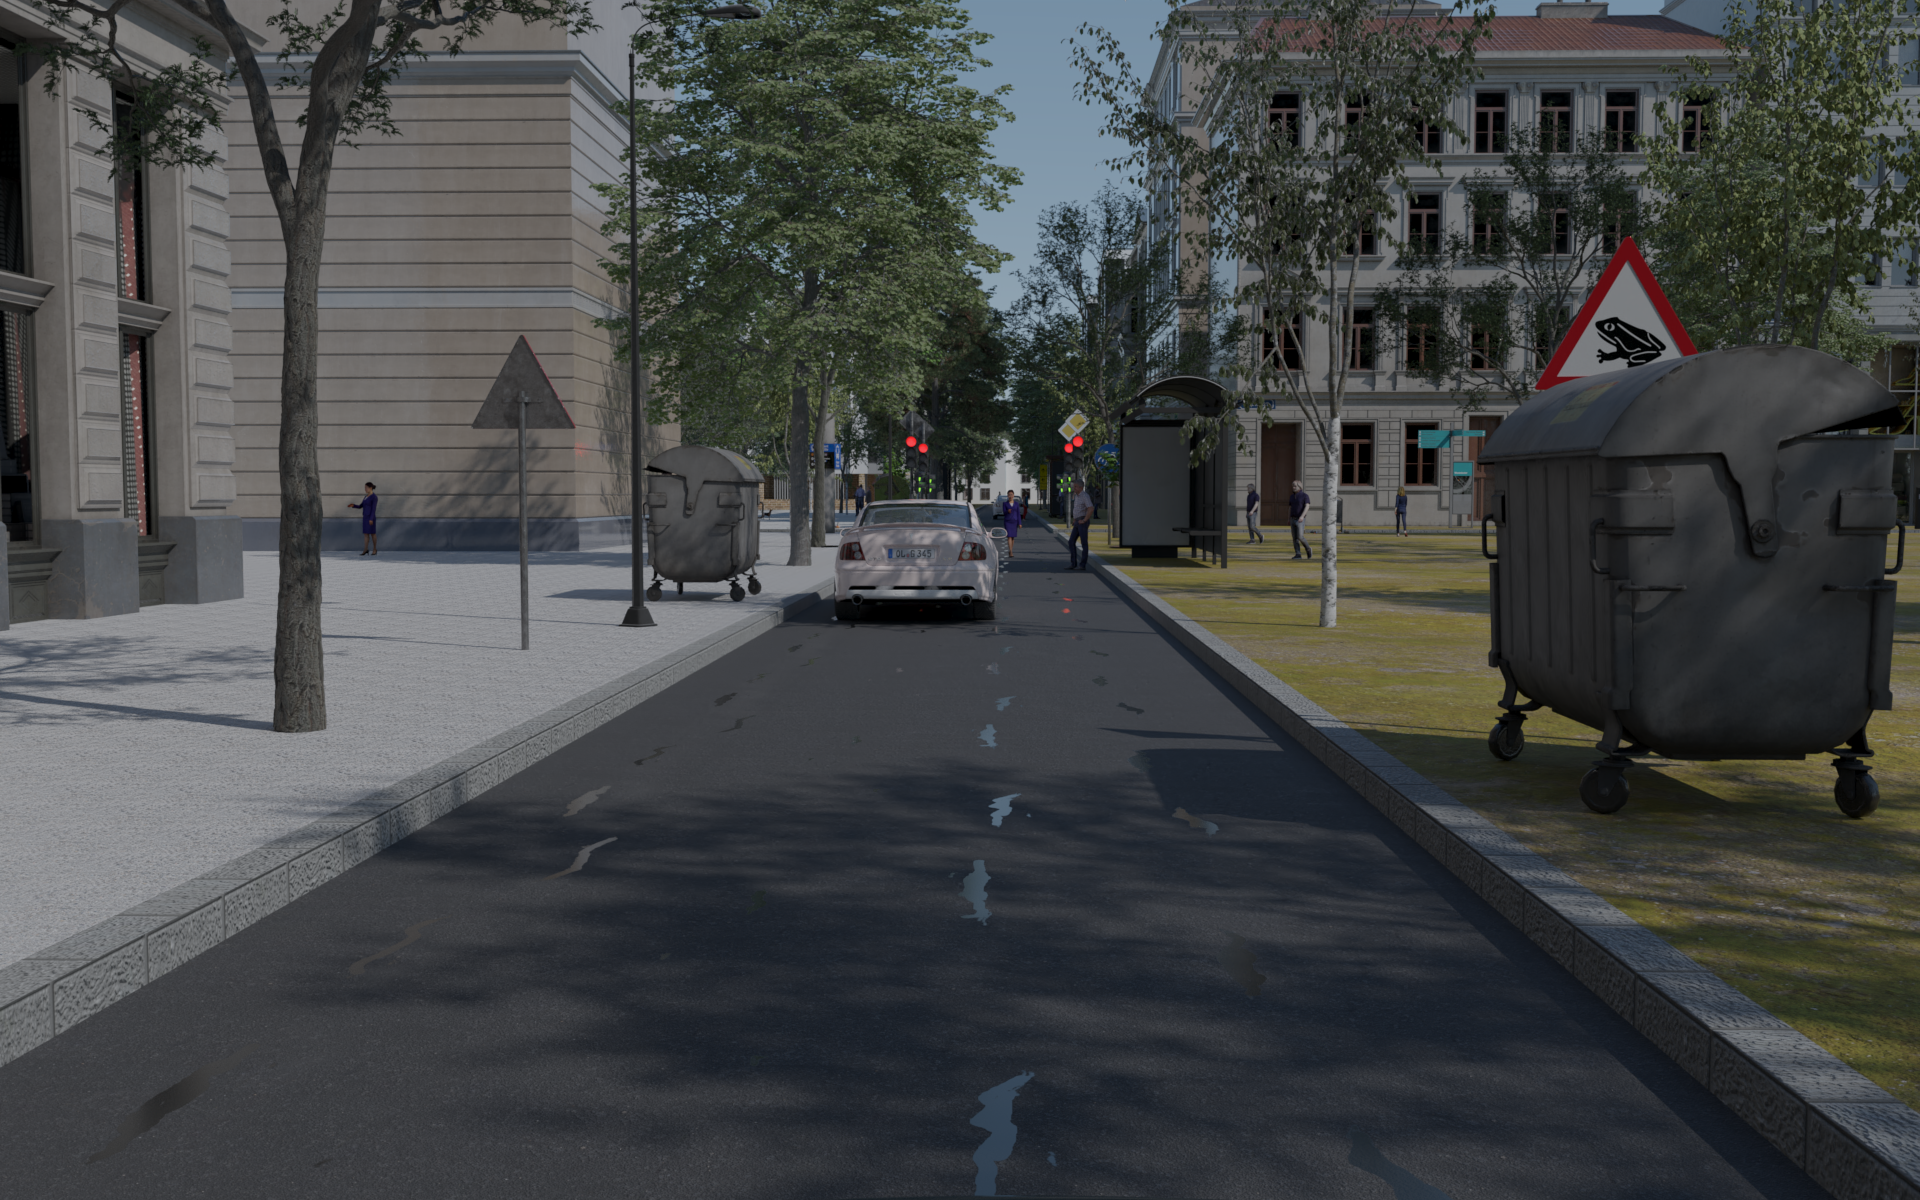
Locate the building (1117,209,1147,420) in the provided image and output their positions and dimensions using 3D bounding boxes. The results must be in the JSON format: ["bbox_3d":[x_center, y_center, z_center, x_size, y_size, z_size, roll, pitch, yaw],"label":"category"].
[{"bbox_3d":[18.271,-18.486,121.334,14.460,24.649,34.723,0,4,2],"label":"building"}]

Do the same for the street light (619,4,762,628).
[{"bbox_3d":[-2.583,-2.695,16.610,1.470,5.913,1.316,0,4,2],"label":"street light"}]

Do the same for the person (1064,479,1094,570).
[{"bbox_3d":[2.231,-1.420,32.651,0.436,1.711,0.756,-1,4,-12],"label":"person"}]

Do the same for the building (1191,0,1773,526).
[{"bbox_3d":[20.892,-14.480,72.907,21.152,22.565,11.583,0,4,2],"label":"building"}]

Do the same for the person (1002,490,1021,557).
[{"bbox_3d":[1.195,-1.728,39.130,0.453,1.535,0.546,-2,4,-30],"label":"person"}]

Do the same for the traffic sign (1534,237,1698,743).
[{"bbox_3d":[3.380,-0.542,8.863,0.884,2.594,0.081,0,4,6],"label":"traffic sign"}]

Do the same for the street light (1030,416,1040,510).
[{"bbox_3d":[4.971,-8.002,103.382,1.470,5.913,1.316,0,4,2],"label":"street light"}]

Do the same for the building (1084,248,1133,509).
[{"bbox_3d":[26.470,-19.331,160.044,27.936,21.610,32.646,0,4,2],"label":"building"}]

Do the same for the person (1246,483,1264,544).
[{"bbox_3d":[7.561,-2.212,44.421,0.471,1.553,0.569,1,4,11],"label":"person"}]

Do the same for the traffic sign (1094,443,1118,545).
[{"bbox_3d":[3.762,-2.657,43.554,0.768,2.556,0.104,0,4,6],"label":"traffic sign"}]

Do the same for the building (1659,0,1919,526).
[{"bbox_3d":[46.384,-18.064,72.839,29.804,29.767,11.434,0,4,2],"label":"building"}]

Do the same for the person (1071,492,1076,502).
[{"bbox_3d":[3.906,-2.993,57.198,0.429,1.552,0.499,-1,4,-16],"label":"person"}]

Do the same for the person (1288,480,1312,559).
[{"bbox_3d":[6.720,-1.576,34.013,0.471,1.553,0.569,0,4,-3],"label":"person"}]

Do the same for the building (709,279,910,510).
[{"bbox_3d":[-12.316,-17.748,146.593,16.016,20.091,11.380,0,4,2],"label":"building"}]

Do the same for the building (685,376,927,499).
[{"bbox_3d":[-19.219,-20.621,203.611,31.486,18.905,16.747,0,4,2],"label":"building"}]

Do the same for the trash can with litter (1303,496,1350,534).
[{"bbox_3d":[11.790,-2.774,56.406,2.233,1.210,1.678,-1,4,-9],"label":"trash can with litter"}]

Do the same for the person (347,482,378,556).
[{"bbox_3d":[-12.376,-1.689,36.030,0.453,1.535,0.546,1,4,19],"label":"person"}]

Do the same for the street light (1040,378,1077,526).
[{"bbox_3d":[4.038,-5.874,68.586,1.470,5.913,1.316,0,4,2],"label":"street light"}]

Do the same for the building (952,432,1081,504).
[{"bbox_3d":[6.178,-17.797,233.135,28.070,9.664,9.099,0,4,2],"label":"building"}]

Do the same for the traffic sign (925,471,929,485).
[{"bbox_3d":[-1.823,-6.090,99.580,0.884,2.594,0.081,1,4,8],"label":"traffic sign"}]

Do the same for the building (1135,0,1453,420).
[{"bbox_3d":[17.049,-18.814,93.510,13.634,28.700,20.117,0,4,2],"label":"building"}]

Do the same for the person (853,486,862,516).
[{"bbox_3d":[-5.827,-5.665,99.204,0.617,1.759,0.750,0,4,7],"label":"person"}]

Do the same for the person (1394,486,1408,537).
[{"bbox_3d":[13.290,-2.658,52.044,0.480,1.512,0.613,-2,4,-26],"label":"person"}]

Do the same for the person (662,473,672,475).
[{"bbox_3d":[-5.594,-1.666,33.737,0.568,1.767,0.683,1,4,23],"label":"person"}]

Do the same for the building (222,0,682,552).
[{"bbox_3d":[-18.042,-15.817,44.511,20.117,28.700,13.634,0,4,2],"label":"building"}]

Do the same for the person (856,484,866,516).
[{"bbox_3d":[-5.533,-5.627,97.917,0.709,1.838,0.599,2,4,25],"label":"person"}]

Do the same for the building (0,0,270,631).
[{"bbox_3d":[-13.857,-11.172,11.536,11.050,23.489,19.941,0,4,2],"label":"building"}]

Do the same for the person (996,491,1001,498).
[{"bbox_3d":[4.515,-11.728,200.976,0.721,1.735,1.217,-2,4,-27],"label":"person"}]

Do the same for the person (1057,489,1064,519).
[{"bbox_3d":[5.268,-5.048,88.442,0.709,1.838,0.599,-1,4,-20],"label":"person"}]

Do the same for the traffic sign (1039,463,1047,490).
[{"bbox_3d":[6.382,-7.410,115.018,2.265,3.308,0.079,1,4,10],"label":"traffic sign"}]

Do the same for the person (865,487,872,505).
[{"bbox_3d":[-6.891,-7.631,131.361,0.434,1.755,0.990,0,4,3],"label":"person"}]

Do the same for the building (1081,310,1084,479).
[{"bbox_3d":[27.388,-21.363,193.261,27.936,21.610,32.646,0,4,2],"label":"building"}]

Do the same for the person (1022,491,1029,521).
[{"bbox_3d":[3.477,-4.983,91.677,0.444,1.614,0.593,2,4,34],"label":"person"}]

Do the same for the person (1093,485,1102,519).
[{"bbox_3d":[7.063,-5.001,88.628,0.431,1.722,0.655,1,4,13],"label":"person"}]

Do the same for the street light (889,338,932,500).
[{"bbox_3d":[-1.533,-4.823,51.402,1.470,5.913,1.316,0,4,2],"label":"street light"}]

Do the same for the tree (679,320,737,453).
[{"bbox_3d":[-11.400,-7.169,67.580,4.360,8.622,3.978,0,3,0],"label":"tree"}]

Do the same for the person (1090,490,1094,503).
[{"bbox_3d":[8.691,-6.608,116.294,0.614,1.554,0.590,0,4,-5],"label":"person"}]

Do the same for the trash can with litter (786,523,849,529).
[{"bbox_3d":[-5.363,-3.286,64.782,2.233,1.210,1.678,0,4,7],"label":"trash can with litter"}]

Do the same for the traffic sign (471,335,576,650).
[{"bbox_3d":[-3.577,-0.867,14.176,0.884,2.594,0.081,0,4,7],"label":"traffic sign"}]
